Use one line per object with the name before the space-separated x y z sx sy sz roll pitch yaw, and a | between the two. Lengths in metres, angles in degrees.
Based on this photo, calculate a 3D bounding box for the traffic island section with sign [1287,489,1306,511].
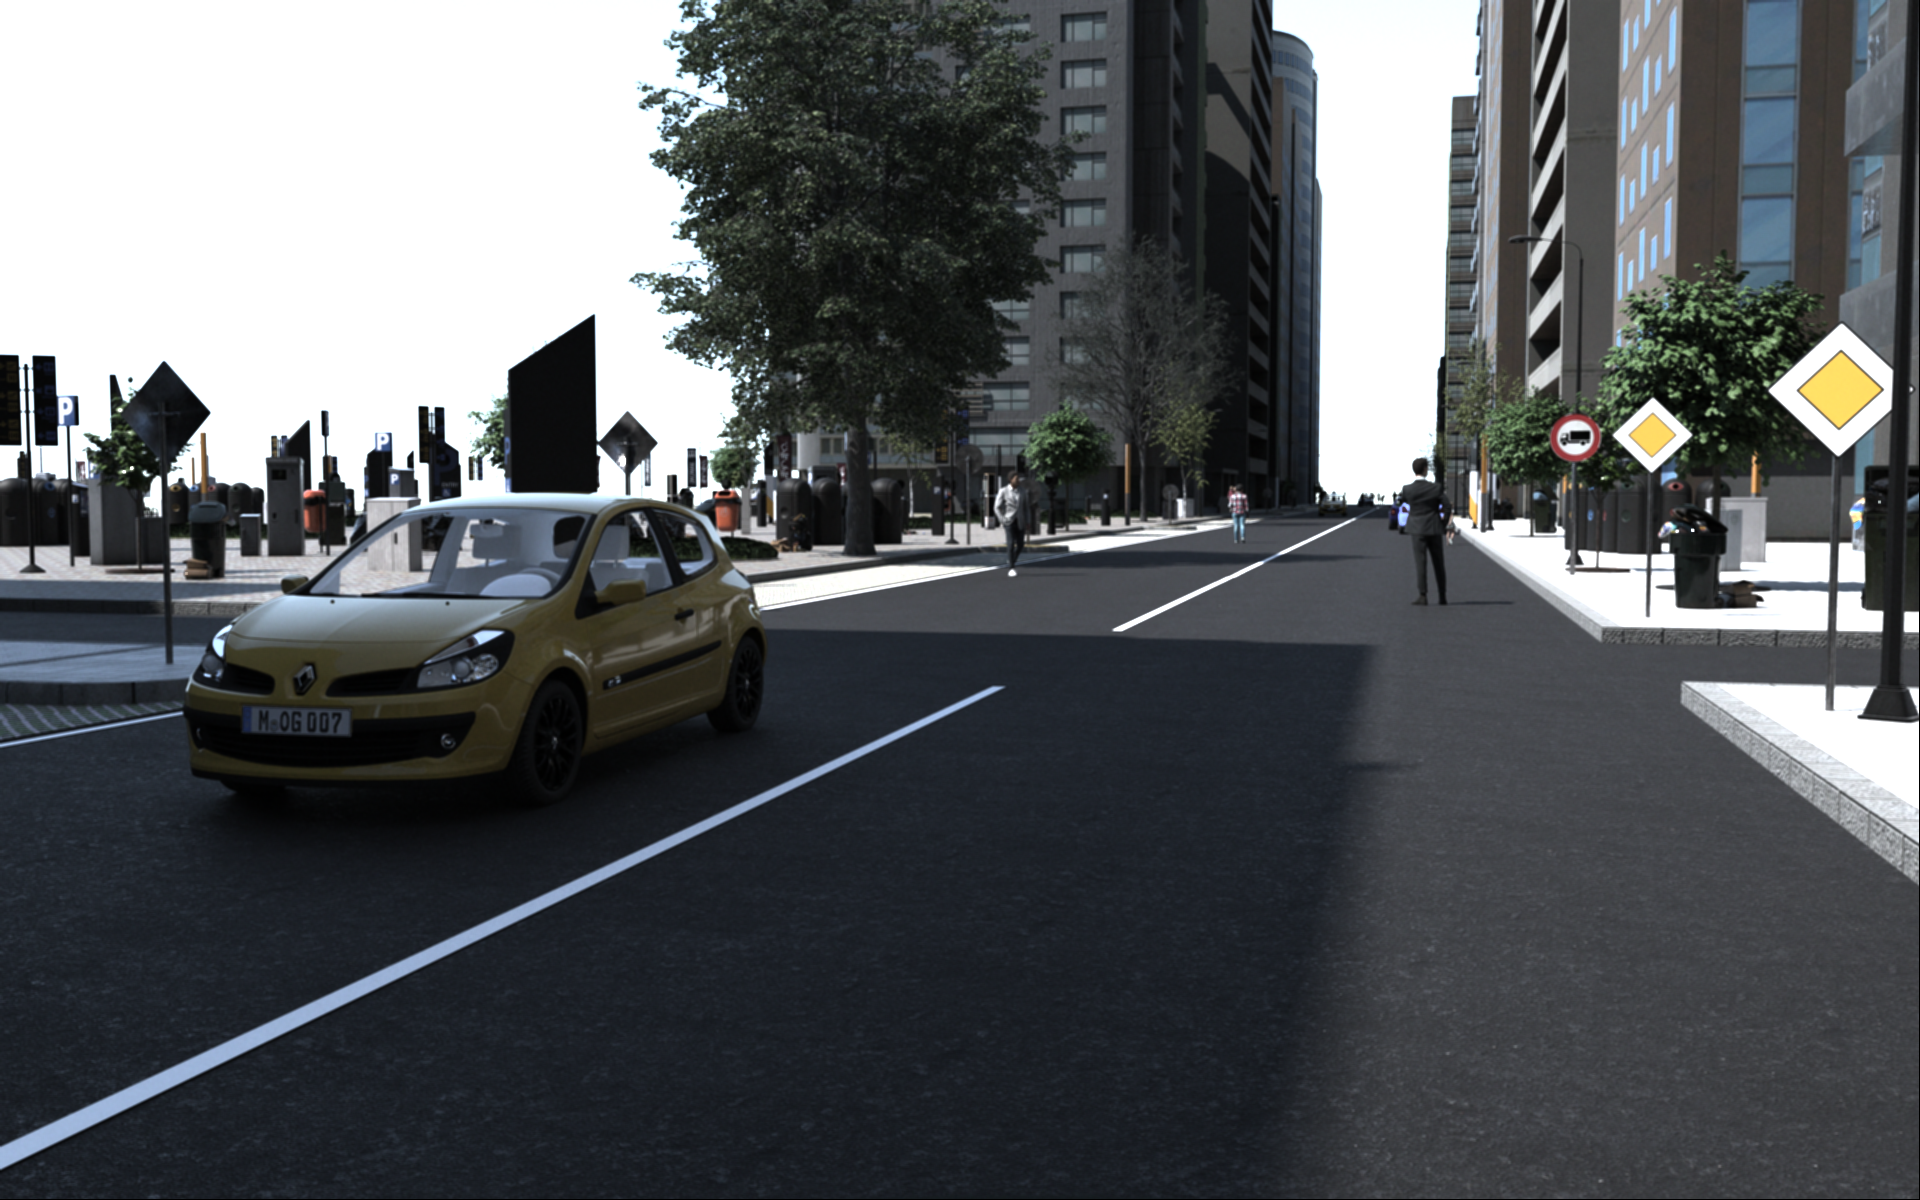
traffic island section with sign | 27.527 -8.219 143.000 1.989 1.847 2.006 1 4 14

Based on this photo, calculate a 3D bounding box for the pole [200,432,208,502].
pole | -24.864 -3.863 56.995 0.158 3.312 0.155 0 3 0

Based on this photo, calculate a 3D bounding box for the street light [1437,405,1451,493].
street light | 25.838 -7.218 90.550 1.470 5.913 1.316 1 4 14

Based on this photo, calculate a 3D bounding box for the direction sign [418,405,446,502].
direction sign | -13.576 -3.217 44.593 0.379 3.537 0.876 2 4 31

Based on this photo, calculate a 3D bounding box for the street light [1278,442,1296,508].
street light | 29.054 -11.127 154.474 1.470 5.913 1.316 1 4 14

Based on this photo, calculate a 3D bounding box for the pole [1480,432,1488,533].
pole | 17.307 -3.874 57.189 0.158 3.312 0.155 0 3 0

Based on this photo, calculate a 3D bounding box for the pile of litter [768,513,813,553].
pile of litter | -3.867 -1.515 38.728 1.176 0.858 1.719 1 4 22

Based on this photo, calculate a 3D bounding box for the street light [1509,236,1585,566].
street light | 10.557 -3.586 31.177 1.470 5.913 1.316 1 4 14

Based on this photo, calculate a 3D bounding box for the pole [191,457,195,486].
pole | -41.888 -6.165 94.644 0.158 3.312 0.155 0 3 0

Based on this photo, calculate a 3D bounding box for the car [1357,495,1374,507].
car | 46.874 -11.464 200.016 1.945 1.354 3.894 1 4 16

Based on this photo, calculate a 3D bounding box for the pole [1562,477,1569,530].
pole | 21.908 -4.205 62.591 0.158 3.312 0.155 0 3 0

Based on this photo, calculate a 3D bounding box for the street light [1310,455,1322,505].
street light | 42.287 -14.262 205.732 1.470 5.913 1.316 1 4 14

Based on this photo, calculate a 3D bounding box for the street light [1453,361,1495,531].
street light | 18.039 -5.386 60.602 1.470 5.913 1.316 1 4 14

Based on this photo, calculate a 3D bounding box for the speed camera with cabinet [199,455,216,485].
speed camera with cabinet | -37.569 -5.740 88.178 2.038 3.252 0.660 -3 5 -40

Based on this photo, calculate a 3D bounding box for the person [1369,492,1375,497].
person | 51.674 -12.739 217.504 1.217 1.743 0.721 -2 4 -24

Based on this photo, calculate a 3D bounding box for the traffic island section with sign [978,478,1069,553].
traffic island section with sign | 1.629 -2.084 42.695 1.989 1.847 2.006 1 4 14

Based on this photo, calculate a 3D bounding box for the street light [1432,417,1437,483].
street light | 29.302 -8.050 104.165 1.470 5.913 1.316 1 4 14

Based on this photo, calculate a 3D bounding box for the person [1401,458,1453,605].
person | 6.023 -0.891 22.437 0.648 1.900 0.474 0 4 3

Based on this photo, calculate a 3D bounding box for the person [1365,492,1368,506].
person | 50.537 -12.605 215.307 1.217 1.735 0.721 2 4 27

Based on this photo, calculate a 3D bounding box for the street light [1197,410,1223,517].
street light | 13.807 -7.528 95.625 1.470 5.913 1.316 1 4 14

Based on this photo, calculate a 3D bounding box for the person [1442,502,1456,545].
person | 13.739 -2.160 48.825 0.382 1.210 0.505 -3 4 -37

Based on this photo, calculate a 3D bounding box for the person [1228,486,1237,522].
person | 13.715 -4.792 86.827 0.580 1.828 0.573 2 4 28

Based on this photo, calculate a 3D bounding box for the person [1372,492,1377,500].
person | 58.301 -14.383 244.180 0.721 1.766 1.217 -3 5 -41

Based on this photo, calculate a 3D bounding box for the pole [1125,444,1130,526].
pole | 6.832 -4.686 70.466 0.158 3.312 0.155 0 3 0

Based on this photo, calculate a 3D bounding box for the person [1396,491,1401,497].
person | 50.871 -11.725 200.140 1.348 1.831 0.705 0 4 -4

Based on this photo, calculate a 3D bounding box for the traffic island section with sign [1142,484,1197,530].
traffic island section with sign | 8.363 -3.680 68.799 1.989 1.847 2.006 1 4 14

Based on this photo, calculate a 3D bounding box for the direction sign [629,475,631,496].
direction sign | -12.185 -4.403 63.986 0.379 3.537 0.876 0 3 0

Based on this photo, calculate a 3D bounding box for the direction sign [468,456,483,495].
direction sign | -28.721 -6.774 102.759 0.876 3.537 0.379 0 4 -2

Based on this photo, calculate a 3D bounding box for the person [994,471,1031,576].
person | 0.906 -1.353 30.475 0.661 1.843 0.795 -1 4 -20

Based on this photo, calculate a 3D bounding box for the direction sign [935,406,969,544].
direction sign | -0.205 -3.209 44.456 0.876 3.537 0.379 0 3 0

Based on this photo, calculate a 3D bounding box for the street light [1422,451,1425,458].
street light | 44.894 -11.740 164.491 1.470 5.913 1.316 1 4 14

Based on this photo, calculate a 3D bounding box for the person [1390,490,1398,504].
person | 49.220 -11.507 196.275 0.705 1.869 1.348 -3 4 -37

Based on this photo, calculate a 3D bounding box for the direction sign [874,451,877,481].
direction sign | -4.477 -6.086 91.509 0.379 3.537 0.876 0 4 5

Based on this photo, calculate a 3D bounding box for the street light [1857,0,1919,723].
street light | 4.788 -2.282 9.847 1.470 5.913 1.316 1 4 14

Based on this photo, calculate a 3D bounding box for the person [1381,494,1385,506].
person | 51.600 -12.200 211.161 0.799 1.438 0.628 3 5 45

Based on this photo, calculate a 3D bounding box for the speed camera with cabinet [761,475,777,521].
speed camera with cabinet | -8.928 -5.456 83.542 0.660 3.252 2.038 -2 4 -29

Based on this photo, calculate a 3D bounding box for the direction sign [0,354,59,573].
direction sign | -15.166 -2.215 28.216 0.876 3.537 0.379 -1 4 -20

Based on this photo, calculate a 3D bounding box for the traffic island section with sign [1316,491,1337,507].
traffic island section with sign | 41.655 -11.563 197.688 1.989 1.847 2.006 1 4 14

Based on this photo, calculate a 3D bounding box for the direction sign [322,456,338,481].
direction sign | -37.335 -6.772 102.723 0.876 3.537 0.379 -2 4 -27

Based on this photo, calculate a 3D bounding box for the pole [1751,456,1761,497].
pole | 19.569 -2.980 42.561 0.158 3.312 0.155 0 3 0

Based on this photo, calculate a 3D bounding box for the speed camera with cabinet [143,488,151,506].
speed camera with cabinet | -49.743 -6.771 105.040 0.660 3.252 2.038 0 4 -4

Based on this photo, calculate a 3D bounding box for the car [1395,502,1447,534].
car | 16.818 -3.263 62.938 1.945 1.707 3.694 1 4 14

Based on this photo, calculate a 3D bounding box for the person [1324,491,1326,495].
person | 39.474 -10.907 187.376 0.434 1.755 0.990 2 4 31

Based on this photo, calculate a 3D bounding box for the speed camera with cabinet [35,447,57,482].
speed camera with cabinet | -38.366 -4.743 71.889 0.660 3.252 2.038 0 4 6

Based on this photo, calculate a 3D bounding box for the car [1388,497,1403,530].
car | 18.409 -3.545 70.538 1.945 1.354 3.894 1 4 16

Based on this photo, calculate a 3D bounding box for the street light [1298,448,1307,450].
street light | 34.489 -12.429 175.751 1.470 5.913 1.316 1 4 14

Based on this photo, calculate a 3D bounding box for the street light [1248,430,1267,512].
street light | 21.391 -9.326 125.024 1.470 5.913 1.316 1 4 14

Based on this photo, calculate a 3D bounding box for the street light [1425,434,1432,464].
street light | 37.004 -9.896 134.343 1.470 5.913 1.316 1 4 14

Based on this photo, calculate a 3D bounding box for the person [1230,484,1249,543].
person | 8.206 -2.543 50.915 0.563 1.720 0.643 1 4 19

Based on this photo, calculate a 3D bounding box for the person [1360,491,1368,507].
person | 44.816 -11.197 192.104 0.750 1.759 0.617 -1 4 -15

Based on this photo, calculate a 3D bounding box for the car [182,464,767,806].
car | -2.403 0.055 9.320 2.015 1.641 3.980 1 4 13

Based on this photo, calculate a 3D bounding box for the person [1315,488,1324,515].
person | 24.474 -6.669 117.548 0.705 1.822 1.348 3 5 41

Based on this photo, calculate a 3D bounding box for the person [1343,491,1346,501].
person | 41.106 -10.779 185.517 0.721 1.735 1.217 0 4 7

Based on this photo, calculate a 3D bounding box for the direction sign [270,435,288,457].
direction sign | -26.054 -4.549 66.376 0.876 3.537 0.379 2 4 26

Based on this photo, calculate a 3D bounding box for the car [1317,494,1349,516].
car | 24.456 -6.315 113.481 2.015 1.641 3.980 1 4 15

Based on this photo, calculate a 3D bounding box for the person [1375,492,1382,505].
person | 57.294 -13.918 236.845 1.217 1.735 0.721 3 4 36

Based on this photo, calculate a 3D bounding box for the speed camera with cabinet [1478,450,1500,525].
speed camera with cabinet | 22.401 -4.846 73.562 0.660 3.252 2.038 2 4 32

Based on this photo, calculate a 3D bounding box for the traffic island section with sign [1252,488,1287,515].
traffic island section with sign | 20.784 -6.622 116.899 1.989 1.847 2.006 1 4 14

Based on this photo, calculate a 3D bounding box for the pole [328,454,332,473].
pole | -32.414 -5.832 89.202 0.158 3.312 0.155 0 3 0
